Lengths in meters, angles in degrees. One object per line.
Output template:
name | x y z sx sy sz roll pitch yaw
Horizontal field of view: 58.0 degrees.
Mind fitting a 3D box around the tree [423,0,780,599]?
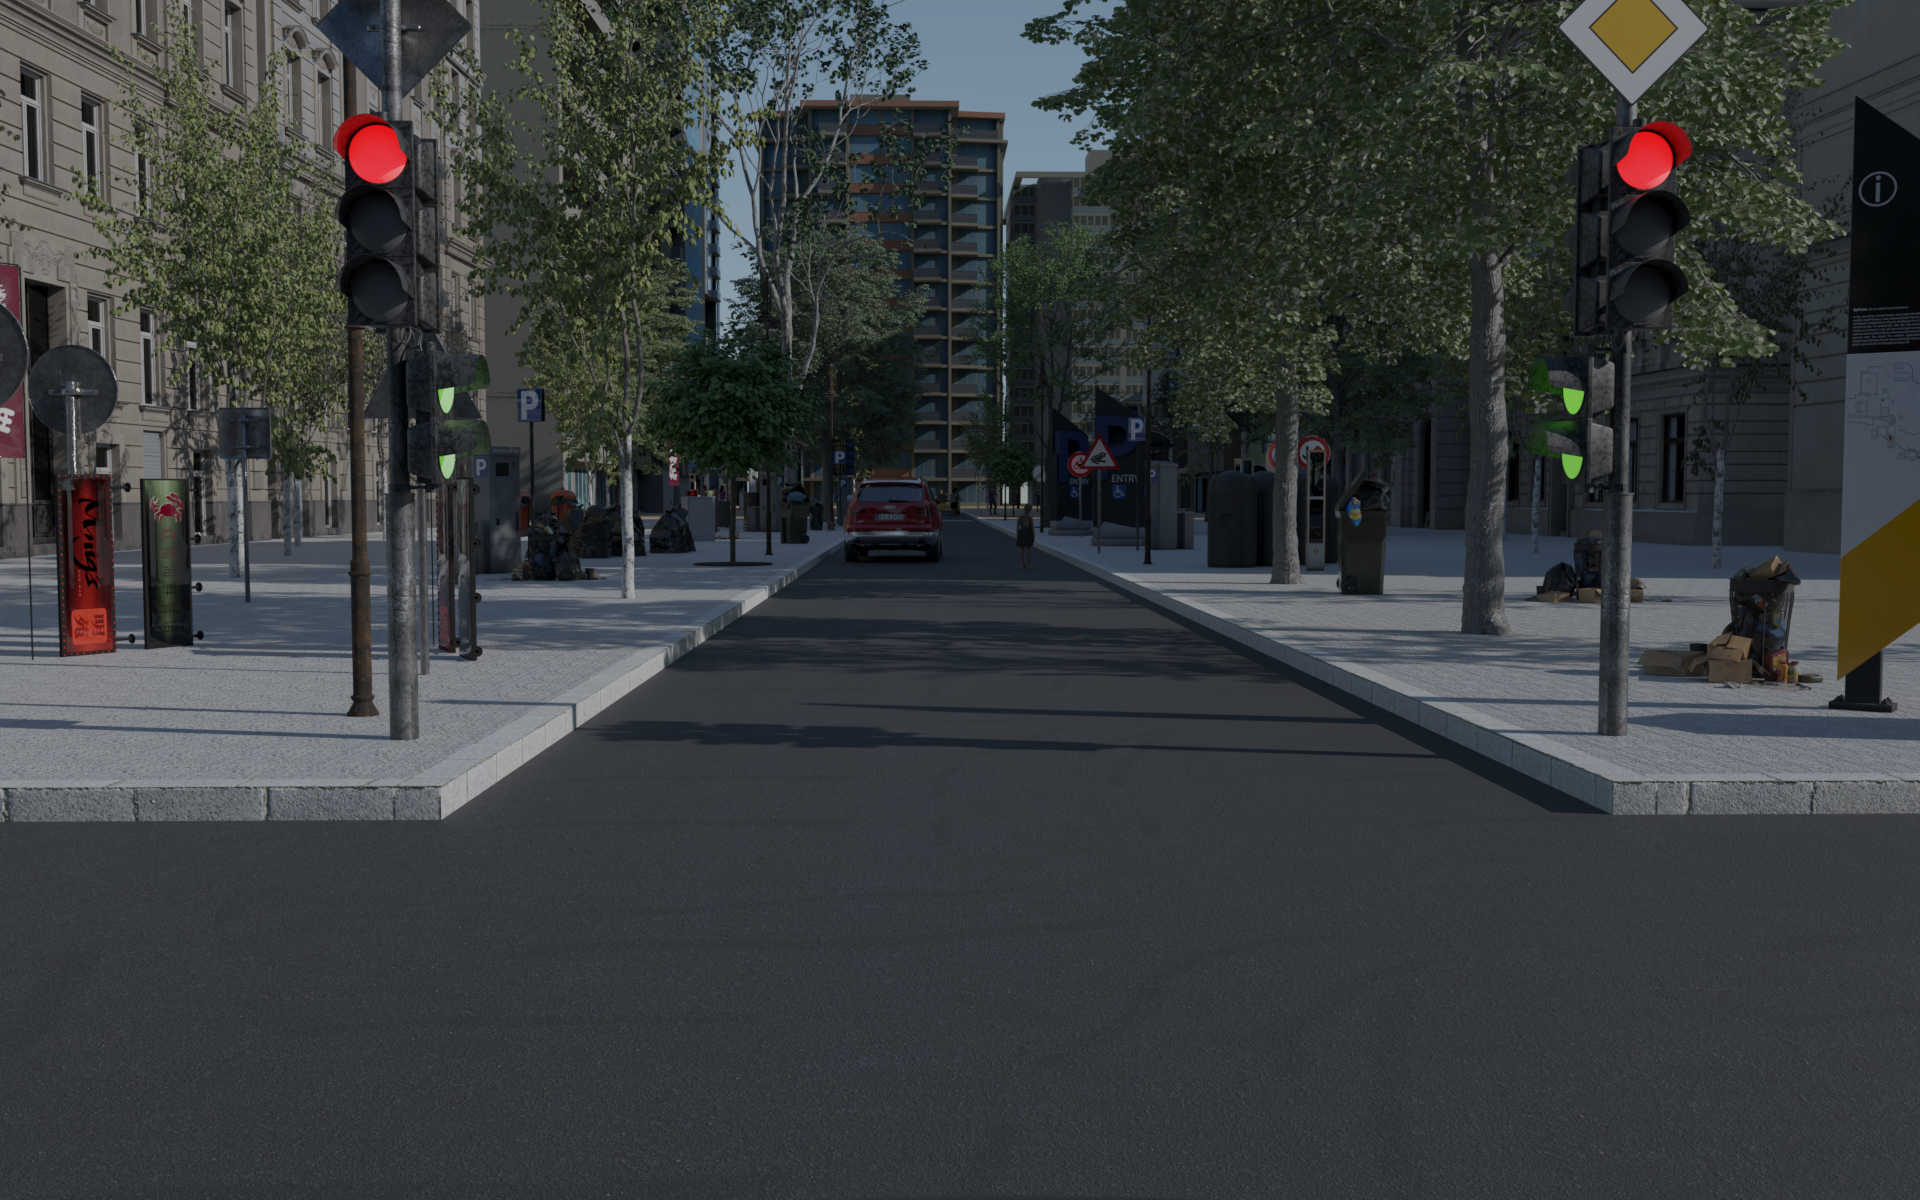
tree | -4.314 -4.319 20.981 4.737 8.622 4.395 0 3 0

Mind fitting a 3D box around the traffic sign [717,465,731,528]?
traffic sign | -8.767 -3.978 65.153 0.768 2.556 0.104 0 4 3

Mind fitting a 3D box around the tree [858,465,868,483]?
tree | -6.169 -7.061 110.046 1.663 3.219 1.824 0 3 0

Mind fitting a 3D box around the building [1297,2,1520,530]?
building | 22.567 -14.133 72.881 13.314 21.916 24.055 0 4 -1

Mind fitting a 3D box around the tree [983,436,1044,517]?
tree | 2.967 -6.979 97.814 4.285 4.588 4.351 0 3 0

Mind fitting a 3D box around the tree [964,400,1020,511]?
tree | 2.344 -11.140 132.505 4.360 8.622 3.978 0 3 0

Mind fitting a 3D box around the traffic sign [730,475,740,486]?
traffic sign | -8.668 -4.014 65.728 0.768 2.556 0.104 0 4 2

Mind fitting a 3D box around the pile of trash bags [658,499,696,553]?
pile of trash bags | -7.522 -1.755 38.446 3.447 1.369 1.912 1 4 15

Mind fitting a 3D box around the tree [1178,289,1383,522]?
tree | 12.144 -7.967 64.678 7.601 10.594 8.767 0 4 8

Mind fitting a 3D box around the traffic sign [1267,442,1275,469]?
traffic sign | 7.470 -2.439 39.987 0.768 2.556 0.104 0 4 4

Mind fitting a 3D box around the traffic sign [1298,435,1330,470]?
traffic sign | 7.664 -2.301 37.726 0.768 2.556 0.104 0 4 6

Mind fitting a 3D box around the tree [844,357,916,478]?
tree | -6.781 -12.525 130.541 9.928 11.665 9.643 0 3 0

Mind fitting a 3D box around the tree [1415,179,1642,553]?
tree | 12.698 -5.348 37.795 4.737 8.622 4.395 0 3 0

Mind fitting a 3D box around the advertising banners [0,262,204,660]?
advertising banners | -6.939 -1.074 13.753 0.090 3.025 2.074 2 4 27

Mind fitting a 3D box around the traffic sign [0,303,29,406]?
traffic sign | -6.287 -0.666 10.994 0.768 2.556 0.104 0 3 0

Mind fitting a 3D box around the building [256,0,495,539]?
building | -25.348 -16.102 60.531 12.463 27.353 25.104 0 4 -1

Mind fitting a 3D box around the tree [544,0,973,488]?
tree | -5.834 -11.780 48.484 12.611 20.169 13.585 0 3 0

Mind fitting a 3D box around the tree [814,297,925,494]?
tree | -5.863 -11.075 99.209 7.486 12.596 7.792 0 3 0

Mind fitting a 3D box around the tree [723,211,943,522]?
tree | -5.941 -10.526 78.758 9.857 13.997 8.962 0 3 0

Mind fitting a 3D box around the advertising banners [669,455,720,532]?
advertising banners | -8.855 -3.741 57.348 2.074 3.025 0.090 -3 5 -42

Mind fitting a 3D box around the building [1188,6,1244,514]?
building | 22.752 -28.204 111.248 14.600 45.320 14.200 0 4 -1

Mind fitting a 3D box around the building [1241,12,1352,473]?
building | 22.878 -25.264 96.658 14.154 41.232 14.086 0 4 -1

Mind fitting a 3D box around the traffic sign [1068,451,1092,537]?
traffic sign | 3.611 -3.166 51.870 0.768 2.556 0.104 0 4 5

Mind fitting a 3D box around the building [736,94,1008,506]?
building | -9.458 -32.913 192.746 28.867 44.769 22.147 0 4 -1

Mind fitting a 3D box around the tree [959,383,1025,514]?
tree | 2.148 -10.017 114.136 4.737 8.622 4.395 0 3 0

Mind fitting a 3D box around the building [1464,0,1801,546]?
building | 22.612 -11.416 51.286 10.561 19.102 19.286 0 4 -1

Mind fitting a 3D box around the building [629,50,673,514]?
building | -26.860 -20.871 112.948 14.160 30.474 14.107 0 4 -1

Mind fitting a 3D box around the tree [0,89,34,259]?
tree | -13.285 -4.268 20.137 4.360 8.622 3.978 0 3 0

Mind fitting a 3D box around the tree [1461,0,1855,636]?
tree | 4.422 -5.956 15.514 7.486 12.596 7.792 0 3 0

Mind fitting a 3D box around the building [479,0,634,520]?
building | -30.487 -28.794 94.488 21.300 48.544 21.600 0 4 -1

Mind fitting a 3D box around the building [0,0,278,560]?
building | -24.491 -14.546 35.091 12.463 27.353 25.104 0 4 -1

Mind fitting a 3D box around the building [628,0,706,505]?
building | -28.315 -29.821 137.690 14.200 45.320 14.600 0 4 -1

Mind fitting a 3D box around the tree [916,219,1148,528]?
tree | 3.419 -8.544 65.442 9.928 11.665 9.643 0 3 0

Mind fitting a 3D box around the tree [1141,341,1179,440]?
tree | 11.688 -8.855 79.188 7.601 10.594 8.767 1 4 12

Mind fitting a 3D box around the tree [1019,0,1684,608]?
tree | 4.729 -6.475 23.995 7.486 12.596 7.792 0 3 0

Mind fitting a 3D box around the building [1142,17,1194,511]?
building | 29.041 -33.204 132.116 28.713 52.752 27.495 0 4 -1

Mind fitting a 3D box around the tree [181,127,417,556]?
tree | -13.777 -5.231 35.887 4.360 8.622 3.978 0 3 0

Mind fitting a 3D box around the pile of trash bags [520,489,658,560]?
pile of trash bags | -7.913 -1.524 34.677 1.912 1.369 3.447 2 4 25

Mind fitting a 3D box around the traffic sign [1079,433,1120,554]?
traffic sign | 2.991 -2.275 37.206 0.884 2.594 0.081 0 4 3

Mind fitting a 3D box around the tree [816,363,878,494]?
tree | -5.747 -8.668 92.082 4.737 8.622 4.395 0 3 0

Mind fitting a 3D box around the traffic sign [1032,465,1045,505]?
traffic sign | 3.504 -4.566 74.764 0.768 2.556 0.104 0 4 -1

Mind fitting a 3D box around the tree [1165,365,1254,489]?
tree | 10.446 -7.415 71.597 4.737 8.622 4.395 0 3 0

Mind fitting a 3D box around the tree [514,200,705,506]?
tree | -13.584 -9.127 67.360 7.486 12.596 7.792 0 3 0

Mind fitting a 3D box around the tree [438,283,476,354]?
tree | -15.814 -5.983 48.188 4.360 8.622 3.978 0 3 0

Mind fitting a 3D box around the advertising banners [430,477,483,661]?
advertising banners | -4.182 -1.092 14.047 0.090 3.025 2.074 -2 4 -28

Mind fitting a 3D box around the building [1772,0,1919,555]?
building | 32.930 -12.115 31.368 30.059 22.955 16.112 0 4 -1

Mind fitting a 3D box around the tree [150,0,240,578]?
tree | -11.125 -4.638 26.199 4.737 8.622 4.395 0 3 0

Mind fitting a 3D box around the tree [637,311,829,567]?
tree | -4.059 -2.902 31.164 4.285 4.588 4.351 0 3 0

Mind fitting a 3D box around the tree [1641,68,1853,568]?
tree | 13.306 -4.854 29.728 4.360 8.622 3.978 0 3 0

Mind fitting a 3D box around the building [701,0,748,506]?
building | -39.577 -53.691 190.521 31.000 86.520 22.319 0 4 -1

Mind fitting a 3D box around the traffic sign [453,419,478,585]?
traffic sign | -7.145 -1.491 24.479 0.768 2.556 0.104 0 4 5

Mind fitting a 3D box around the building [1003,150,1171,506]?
building | 17.254 -30.961 198.092 23.993 40.220 32.217 0 4 -1
